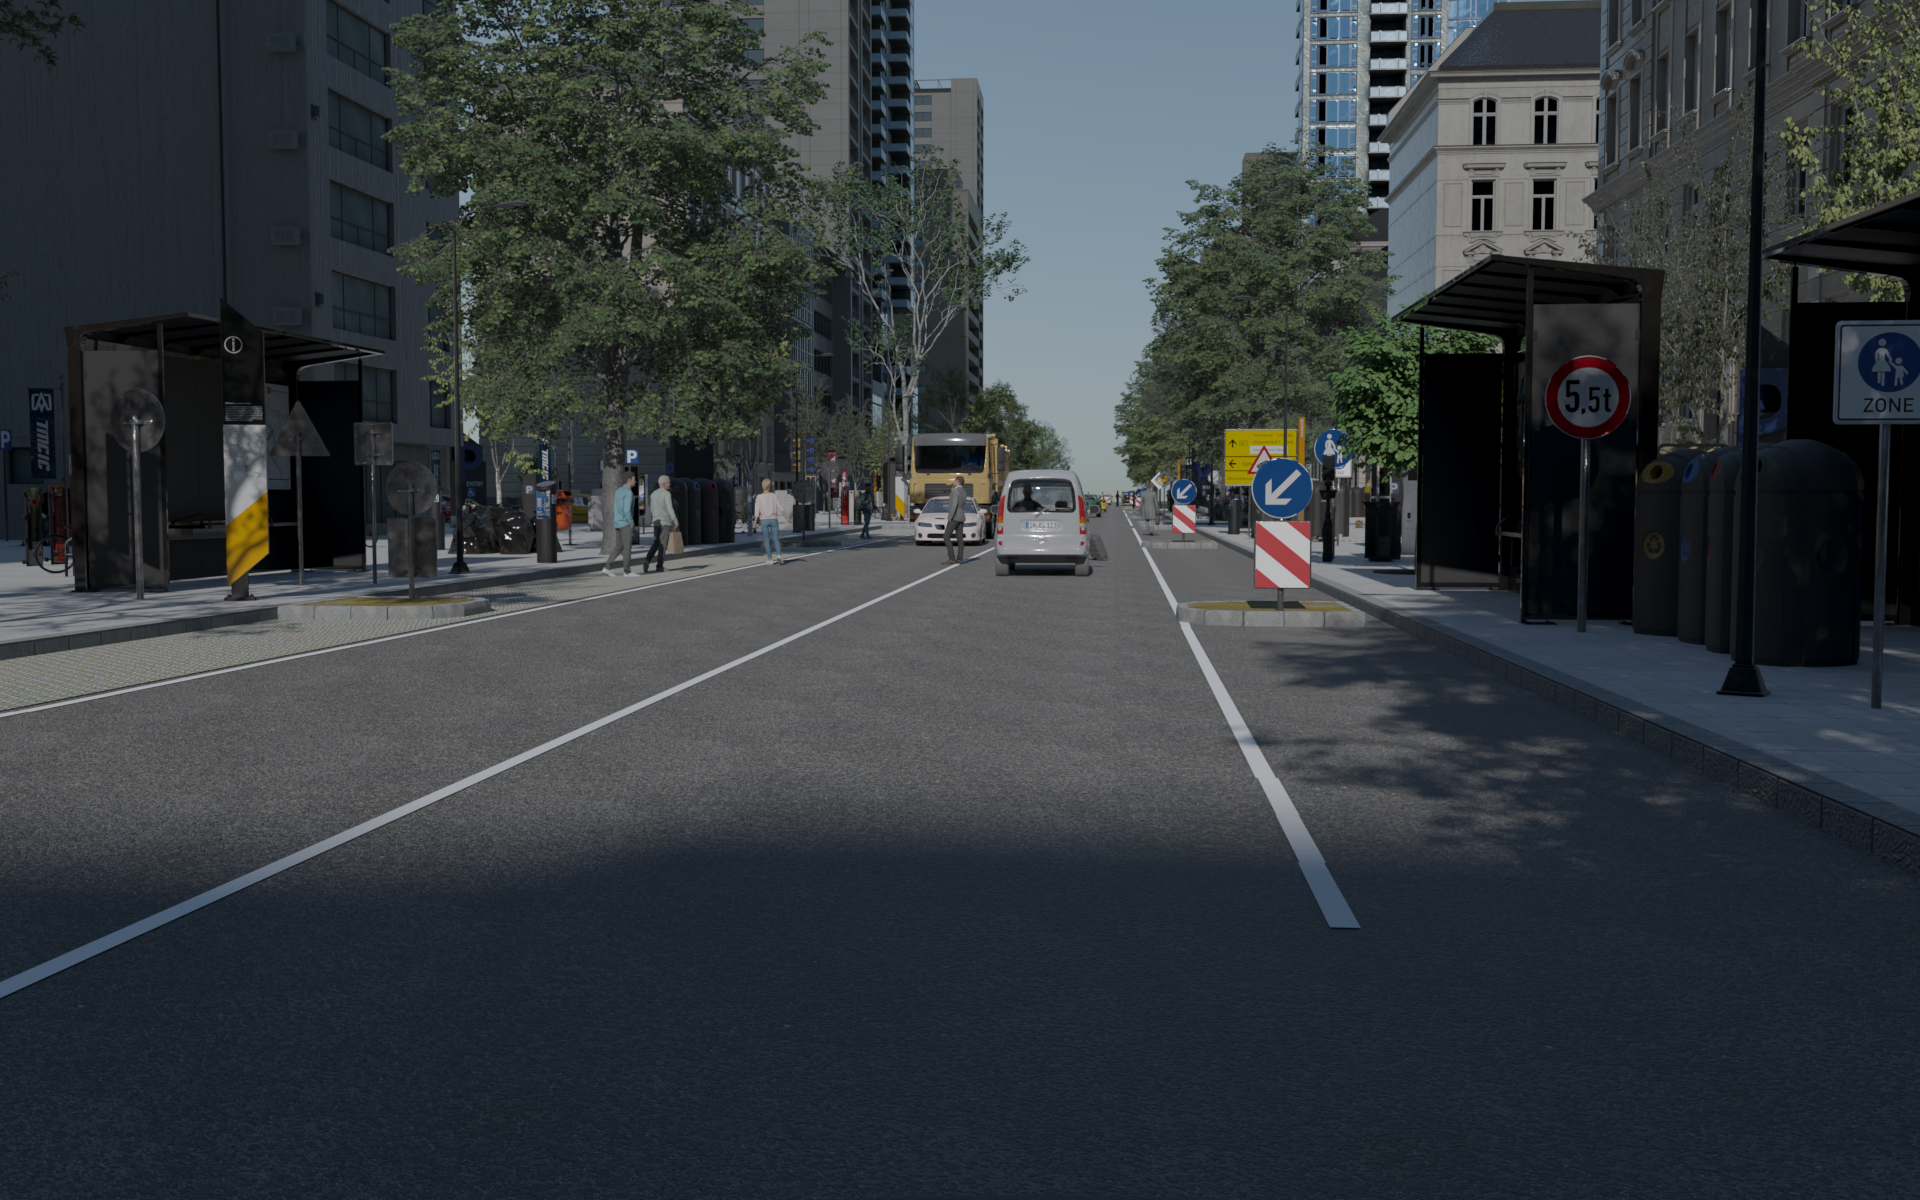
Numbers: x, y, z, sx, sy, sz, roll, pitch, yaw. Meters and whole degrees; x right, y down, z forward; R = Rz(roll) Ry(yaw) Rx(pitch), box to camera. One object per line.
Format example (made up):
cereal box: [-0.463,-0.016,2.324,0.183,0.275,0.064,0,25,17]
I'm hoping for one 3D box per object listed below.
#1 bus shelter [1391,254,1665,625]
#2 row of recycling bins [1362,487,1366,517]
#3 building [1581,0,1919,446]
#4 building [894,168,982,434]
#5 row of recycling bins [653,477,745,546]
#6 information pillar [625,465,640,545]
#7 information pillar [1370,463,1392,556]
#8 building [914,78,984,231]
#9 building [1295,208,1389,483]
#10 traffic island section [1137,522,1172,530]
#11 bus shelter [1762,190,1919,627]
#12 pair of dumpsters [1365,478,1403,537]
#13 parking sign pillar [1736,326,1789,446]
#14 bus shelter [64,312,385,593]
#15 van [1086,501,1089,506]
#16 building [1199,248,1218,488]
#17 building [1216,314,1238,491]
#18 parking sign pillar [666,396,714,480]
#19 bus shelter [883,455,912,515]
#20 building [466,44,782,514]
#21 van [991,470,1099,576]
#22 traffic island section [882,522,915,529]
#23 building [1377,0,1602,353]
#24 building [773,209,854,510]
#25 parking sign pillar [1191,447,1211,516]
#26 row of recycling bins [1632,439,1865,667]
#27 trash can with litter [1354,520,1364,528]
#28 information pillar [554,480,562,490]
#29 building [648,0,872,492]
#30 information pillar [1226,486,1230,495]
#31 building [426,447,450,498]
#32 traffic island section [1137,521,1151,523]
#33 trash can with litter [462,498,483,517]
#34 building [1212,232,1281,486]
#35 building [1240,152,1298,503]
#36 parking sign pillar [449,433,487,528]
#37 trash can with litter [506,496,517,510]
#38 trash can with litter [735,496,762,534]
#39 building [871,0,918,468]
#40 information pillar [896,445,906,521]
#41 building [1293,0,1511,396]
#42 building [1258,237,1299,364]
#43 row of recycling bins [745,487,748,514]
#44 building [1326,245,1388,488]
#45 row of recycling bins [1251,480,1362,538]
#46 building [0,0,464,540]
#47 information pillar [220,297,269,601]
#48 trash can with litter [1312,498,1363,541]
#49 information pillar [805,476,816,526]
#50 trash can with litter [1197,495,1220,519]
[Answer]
bus shelter: [6.322,-1.757,20.005,1.731,3.624,6.357,0,4,5]
row of recycling bins: [22.144,-5.426,95.834,1.069,1.692,3.534,3,5,44]
building: [25.758,-15.162,45.169,12.463,27.353,25.104,0,4,5]
building: [-8.506,-38.980,261.029,21.300,48.544,21.600,0,4,5]
row of recycling bins: [-6.808,-2.271,44.242,1.069,1.692,3.534,1,4,18]
information pillar: [-8.355,-2.417,44.018,0.304,2.012,0.304,3,5,42]
information pillar: [8.127,-1.772,33.472,0.304,2.012,0.304,-1,4,-14]
building: [-4.211,-52.911,303.348,20.563,71.187,20.611,0,4,5]
building: [33.450,-19.138,141.792,11.050,23.489,19.941,0,4,5]
traffic island section: [8.400,-2.986,71.106,2.009,0.180,2.903,0,4,5]
bus shelter: [8.315,-1.383,13.890,1.731,3.624,6.357,0,4,5]
pair of dumpsters: [10.402,-2.282,39.811,1.574,2.255,4.437,0,4,5]
parking sign pillar: [12.640,-2.337,26.679,1.447,3.967,1.447,-2,4,-26]
bus shelter: [-10.555,-2.094,25.518,1.731,3.624,6.357,0,4,5]
van: [2.759,-2.666,50.604,2.013,2.044,4.112,0,4,6]
building: [49.092,-39.940,303.133,14.600,45.320,14.200,0,4,5]
building: [45.497,-29.834,259.489,14.160,30.474,14.107,0,4,5]
parking sign pillar: [-7.349,-3.588,47.130,1.447,3.967,1.447,-3,5,-44]
bus shelter: [-3.535,-7.116,107.626,1.731,3.624,6.357,0,4,5]
building: [-19.096,-18.764,104.056,12.463,27.353,25.104,0,4,5]
van: [1.532,-1.499,31.521,2.013,2.044,4.112,0,4,4]
traffic island section: [-2.099,-3.044,72.046,2.009,0.180,2.903,0,4,5]
building: [46.209,-19.412,93.796,44.131,29.872,17.030,0,4,5]
building: [-17.243,-19.116,131.611,14.314,24.678,30.058,0,4,5]
parking sign pillar: [14.012,-6.849,100.451,1.447,3.967,1.447,-3,4,-38]
row of recycling bins: [6.544,-0.452,14.506,1.069,1.692,3.534,0,4,6]
trash can with litter: [15.284,-3.281,65.031,1.055,1.170,0.624,1,4,15]
information pillar: [-21.017,-5.267,90.604,0.304,2.012,0.304,2,4,29]
building: [-17.014,-44.497,165.777,20.563,71.187,20.611,0,4,5]
information pillar: [18.577,-7.906,120.622,0.183,3.616,0.504,-3,5,-45]
building: [-41.156,-17.210,99.412,19.932,24.808,12.078,0,4,5]
traffic island section: [9.112,-3.473,79.059,2.009,0.180,2.903,0,4,5]
trash can with litter: [-13.481,-2.292,48.861,1.055,1.170,0.624,-2,4,-35]
building: [51.943,-38.316,281.098,22.147,44.769,28.867,0,4,5]
building: [40.898,-32.166,209.506,14.154,41.232,14.086,0,4,5]
parking sign pillar: [-18.754,-4.745,66.049,1.447,3.967,1.447,-3,5,-43]
trash can with litter: [-22.260,-4.495,84.544,2.233,1.210,1.678,0,4,-8]
trash can with litter: [-7.172,-2.737,55.805,2.233,1.210,1.678,-2,4,-34]
building: [-15.589,-53.767,191.758,22.319,86.520,31.000,0,4,5]
information pillar: [-2.846,-5.593,82.795,0.504,3.616,0.183,2,4,29]
building: [41.859,-52.489,170.868,22.319,86.520,31.000,0,4,5]
building: [40.304,-25.909,195.319,14.160,30.474,14.107,0,4,5]
row of recycling bins: [-11.364,-5.041,89.532,1.069,1.692,3.534,-1,4,-9]
building: [31.703,-15.768,122.426,10.561,19.102,19.286,0,4,5]
row of recycling bins: [10.157,-2.705,51.342,3.534,1.692,1.069,-2,4,-31]
building: [-23.935,-17.272,54.093,14.107,30.474,14.160,0,4,5]
information pillar: [-8.585,-1.799,20.768,0.504,3.616,0.183,-1,4,-15]
trash can with litter: [10.089,-2.248,47.818,1.678,1.210,2.233,0,4,-3]
information pillar: [-6.042,-4.016,70.155,0.304,2.012,0.304,3,5,43]
trash can with litter: [12.744,-4.715,88.140,2.233,1.210,1.678,2,4,35]
